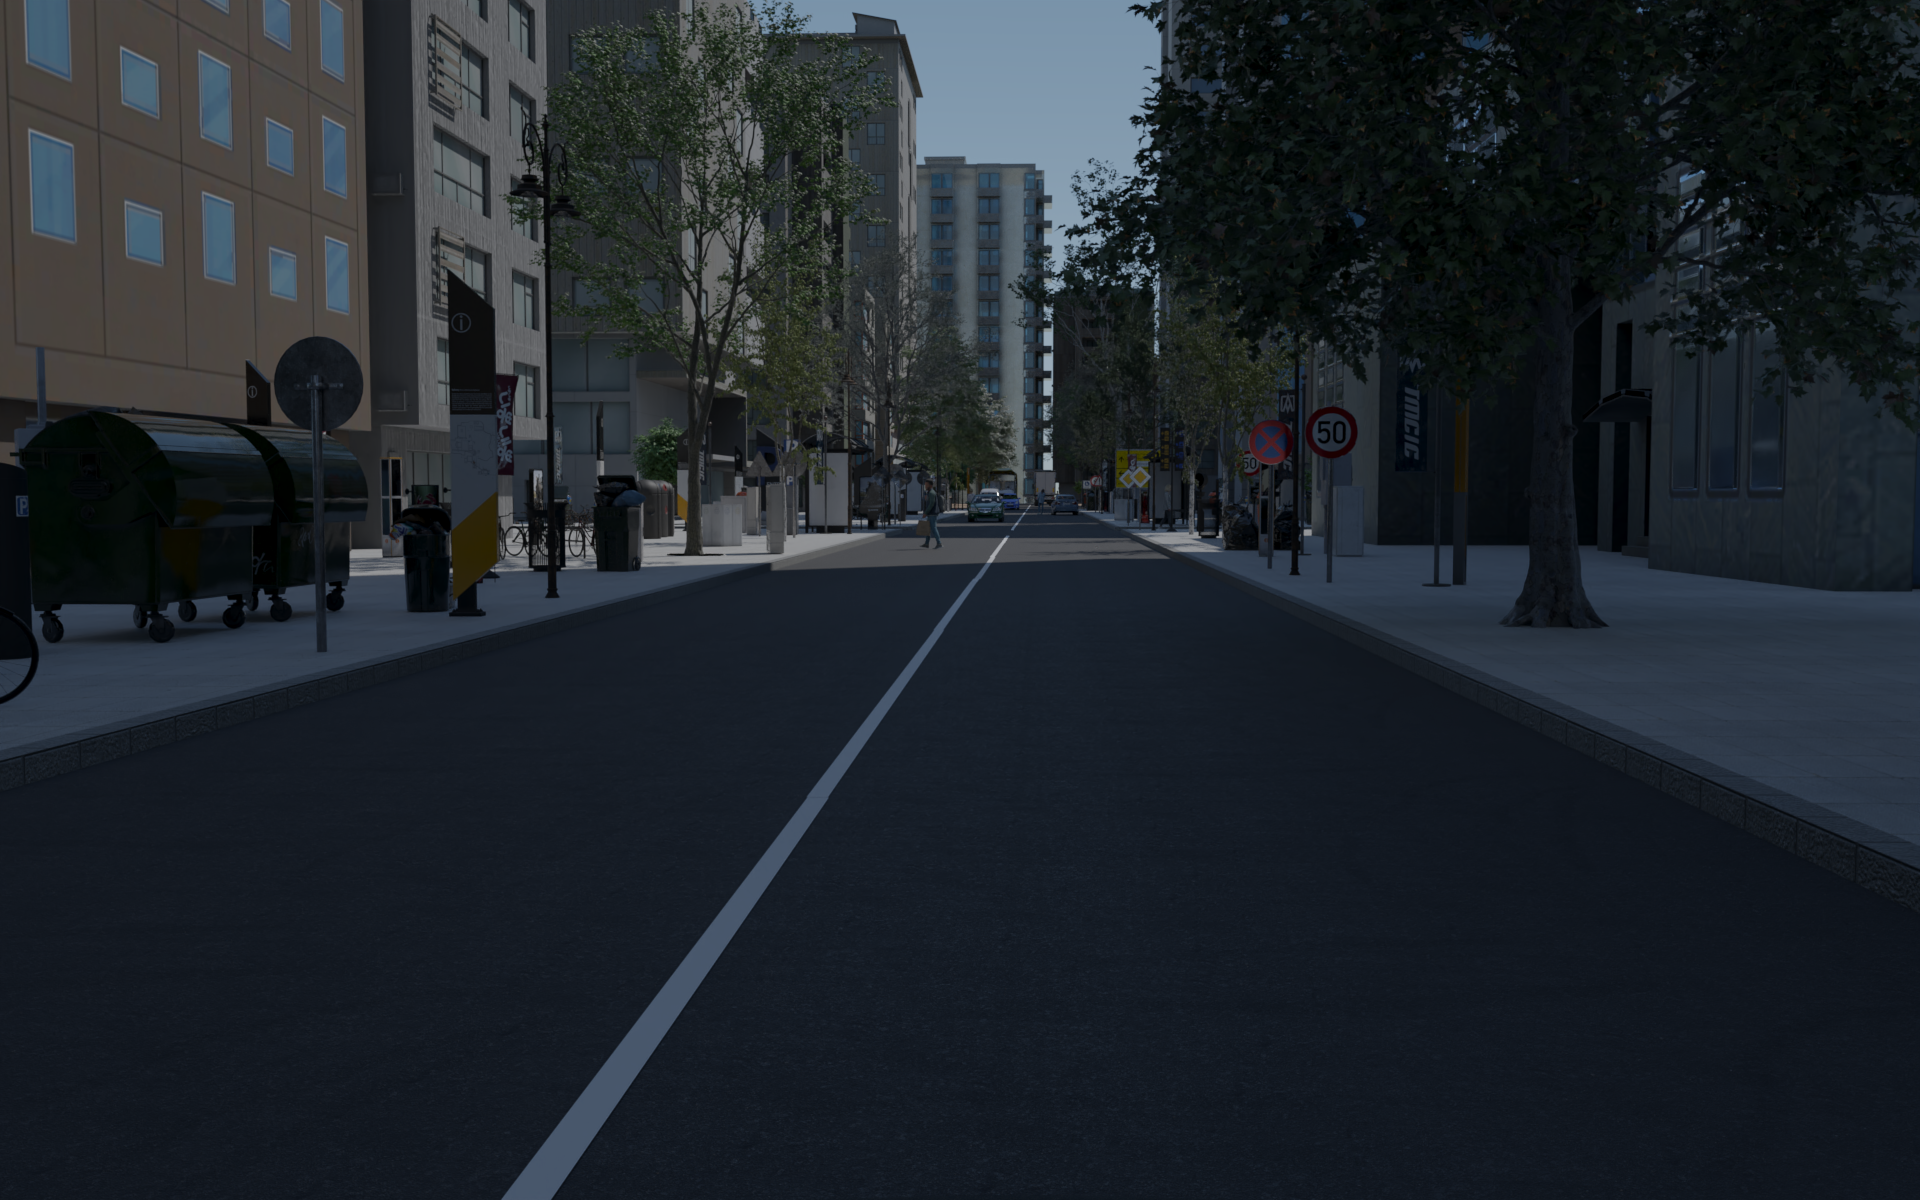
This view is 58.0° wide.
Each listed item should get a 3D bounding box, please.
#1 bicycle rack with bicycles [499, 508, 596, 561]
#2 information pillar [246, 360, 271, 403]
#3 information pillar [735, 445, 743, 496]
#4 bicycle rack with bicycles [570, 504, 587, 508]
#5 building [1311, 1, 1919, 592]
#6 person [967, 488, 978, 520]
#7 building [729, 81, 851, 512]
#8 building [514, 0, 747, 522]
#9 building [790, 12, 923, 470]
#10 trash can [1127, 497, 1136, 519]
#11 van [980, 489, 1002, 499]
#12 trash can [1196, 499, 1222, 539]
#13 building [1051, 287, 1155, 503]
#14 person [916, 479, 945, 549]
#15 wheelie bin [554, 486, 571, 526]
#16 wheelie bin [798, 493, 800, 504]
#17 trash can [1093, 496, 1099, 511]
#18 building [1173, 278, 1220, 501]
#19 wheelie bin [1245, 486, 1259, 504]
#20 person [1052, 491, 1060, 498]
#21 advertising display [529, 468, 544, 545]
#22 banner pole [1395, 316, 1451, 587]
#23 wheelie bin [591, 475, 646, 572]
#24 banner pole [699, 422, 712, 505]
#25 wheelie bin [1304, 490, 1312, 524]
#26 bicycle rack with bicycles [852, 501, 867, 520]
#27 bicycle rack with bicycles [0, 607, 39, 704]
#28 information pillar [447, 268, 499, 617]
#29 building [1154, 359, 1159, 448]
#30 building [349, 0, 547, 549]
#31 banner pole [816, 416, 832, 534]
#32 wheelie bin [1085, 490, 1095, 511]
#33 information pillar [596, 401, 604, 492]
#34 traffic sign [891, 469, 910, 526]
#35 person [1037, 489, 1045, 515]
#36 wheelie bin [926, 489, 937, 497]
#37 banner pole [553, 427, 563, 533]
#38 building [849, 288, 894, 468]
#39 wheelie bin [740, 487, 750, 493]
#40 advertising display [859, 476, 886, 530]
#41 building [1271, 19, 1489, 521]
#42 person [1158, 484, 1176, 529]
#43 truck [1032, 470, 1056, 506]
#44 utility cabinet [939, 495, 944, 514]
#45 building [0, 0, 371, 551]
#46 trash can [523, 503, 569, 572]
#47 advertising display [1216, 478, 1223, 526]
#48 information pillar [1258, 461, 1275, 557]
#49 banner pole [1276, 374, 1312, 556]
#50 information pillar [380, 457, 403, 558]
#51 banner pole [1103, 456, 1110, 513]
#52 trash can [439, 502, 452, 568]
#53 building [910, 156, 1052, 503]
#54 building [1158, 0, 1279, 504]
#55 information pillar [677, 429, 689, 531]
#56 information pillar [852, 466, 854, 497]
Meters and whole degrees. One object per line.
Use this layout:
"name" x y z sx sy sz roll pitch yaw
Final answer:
"bicycle rack with bicycles" -8.656 -1.303 34.693 2.852 0.926 2.925 -2 4 -35
"information pillar" -12.212 -2.376 30.199 0.504 3.616 0.183 1 4 22
"information pillar" -10.610 -5.606 83.006 0.183 3.616 0.504 3 4 37
"bicycle rack with bicycles" -13.055 -2.809 59.317 2.925 0.926 2.852 0 4 5
"building" 21.363 -44.191 35.200 22.319 86.520 31.000 0 4 3
"person" 0.786 -5.185 93.944 0.731 1.740 0.598 -2 4 -24
"building" -15.494 -21.486 123.001 14.160 30.474 14.107 0 4 3
"building" -25.357 -30.685 90.942 28.713 52.752 27.495 0 4 3
"building" -18.855 -37.324 199.487 27.495 52.752 28.713 0 4 3
"trash can" 8.924 -4.745 89.228 0.748 1.137 0.748 0 3 0
"van" 2.225 -7.573 130.823 2.013 2.044 4.112 0 4 4
"trash can" 7.206 -2.354 50.143 0.748 1.137 0.748 0 3 0
"building" 19.932 -28.823 242.949 14.107 30.474 14.160 0 4 3
"person" -0.774 -2.224 44.854 0.713 1.824 0.794 1 4 18
"wheelie bin" -16.235 -3.819 70.342 0.980 1.594 0.693 0 4 1
"wheelie bin" -8.658 -4.956 88.936 0.980 1.594 0.693 3 4 37
"trash can" 10.422 -7.310 131.171 0.748 1.137 0.748 0 3 0
"building" 25.595 -23.223 151.399 14.160 30.474 14.107 0 4 3
"wheelie bin" 11.972 -3.777 69.655 0.980 1.594 0.693 -1 4 -11
"person" 11.015 -11.442 195.584 1.348 1.824 0.705 1 4 21
"advertising display" -10.682 -2.353 43.687 0.123 1.923 0.974 0 4 0
"banner pole" 6.444 -2.087 24.134 0.863 3.779 0.401 2 4 35
"wheelie bin" -5.680 -1.275 28.758 0.980 1.594 0.693 1 4 10
"banner pole" -8.905 -4.313 60.533 0.863 3.779 0.401 2 4 33
"wheelie bin" 15.261 -4.087 74.735 0.980 1.594 0.693 1 4 9
"bicycle rack with bicycles" -5.518 -4.438 85.940 2.925 0.926 2.852 1 4 17
"bicycle rack with bicycles" -7.042 0.185 10.351 2.925 0.926 2.852 0 4 -8
"information pillar" -5.097 -1.636 18.105 0.504 3.616 0.183 0 4 -1
"building" 41.674 -24.646 248.000 28.899 21.520 27.650 0 4 3
"building" -19.106 -22.177 46.196 14.086 41.232 14.154 0 4 3
"banner pole" -4.440 -4.026 55.839 0.401 3.779 0.863 -2 4 -32
"wheelie bin" 10.014 -7.625 132.569 0.693 1.594 0.980 -2 4 -33
"information pillar" -8.977 -3.175 43.258 0.183 3.616 0.504 0 3 0
"traffic sign" -2.418 -4.061 70.032 0.795 2.450 0.064 0 4 3
"person" 5.654 -6.848 120.727 0.793 1.790 0.793 3 5 41
"wheelie bin" -1.865 -6.570 115.320 0.980 1.594 0.693 -3 5 -45
"banner pole" -13.287 -4.095 56.970 0.401 3.779 0.863 -3 5 -45
"building" -21.116 -19.306 160.686 27.650 21.520 28.899 0 4 3
"wheelie bin" -9.859 -4.452 80.697 0.980 1.594 0.693 1 4 11
"advertising display" -3.138 -3.491 62.288 0.974 1.923 0.123 0 4 2
"building" 23.169 -26.499 83.373 14.200 45.320 14.600 0 4 3
"person" 7.977 -3.541 66.575 0.728 1.800 0.709 1 4 14
"truck" 10.200 -13.473 209.191 2.839 4.237 11.283 0 4 2
"utility cabinet" -1.374 -6.281 113.863 0.306 1.237 1.020 1 4 18
"building" -20.506 -23.303 31.109 14.600 45.320 14.200 0 4 3
"trash can" -6.855 -1.045 28.738 0.748 1.137 0.748 0 3 0
"advertising display" 10.534 -3.958 69.932 0.123 1.923 0.974 2 4 26
"information pillar" 6.285 -1.897 35.515 0.304 2.012 0.304 1 4 9
"banner pole" 7.009 -2.835 36.372 0.401 3.779 0.863 -3 5 -45
"information pillar" -11.455 -1.861 34.919 0.304 2.012 0.304 2 4 33
"banner pole" 9.691 -7.613 114.494 0.863 3.779 0.401 -2 4 -35
"trash can" -8.752 -1.142 30.320 0.748 1.137 0.748 0 3 0
"building" -2.106 -38.449 248.250 30.456 49.044 23.786 0 4 3
"building" 30.387 -38.535 172.052 21.231 58.520 28.212 0 4 3
"information pillar" -9.475 -4.176 59.639 0.504 3.616 0.183 0 4 1
"information pillar" -8.364 -8.802 135.263 0.504 3.616 0.183 -2 4 -26
